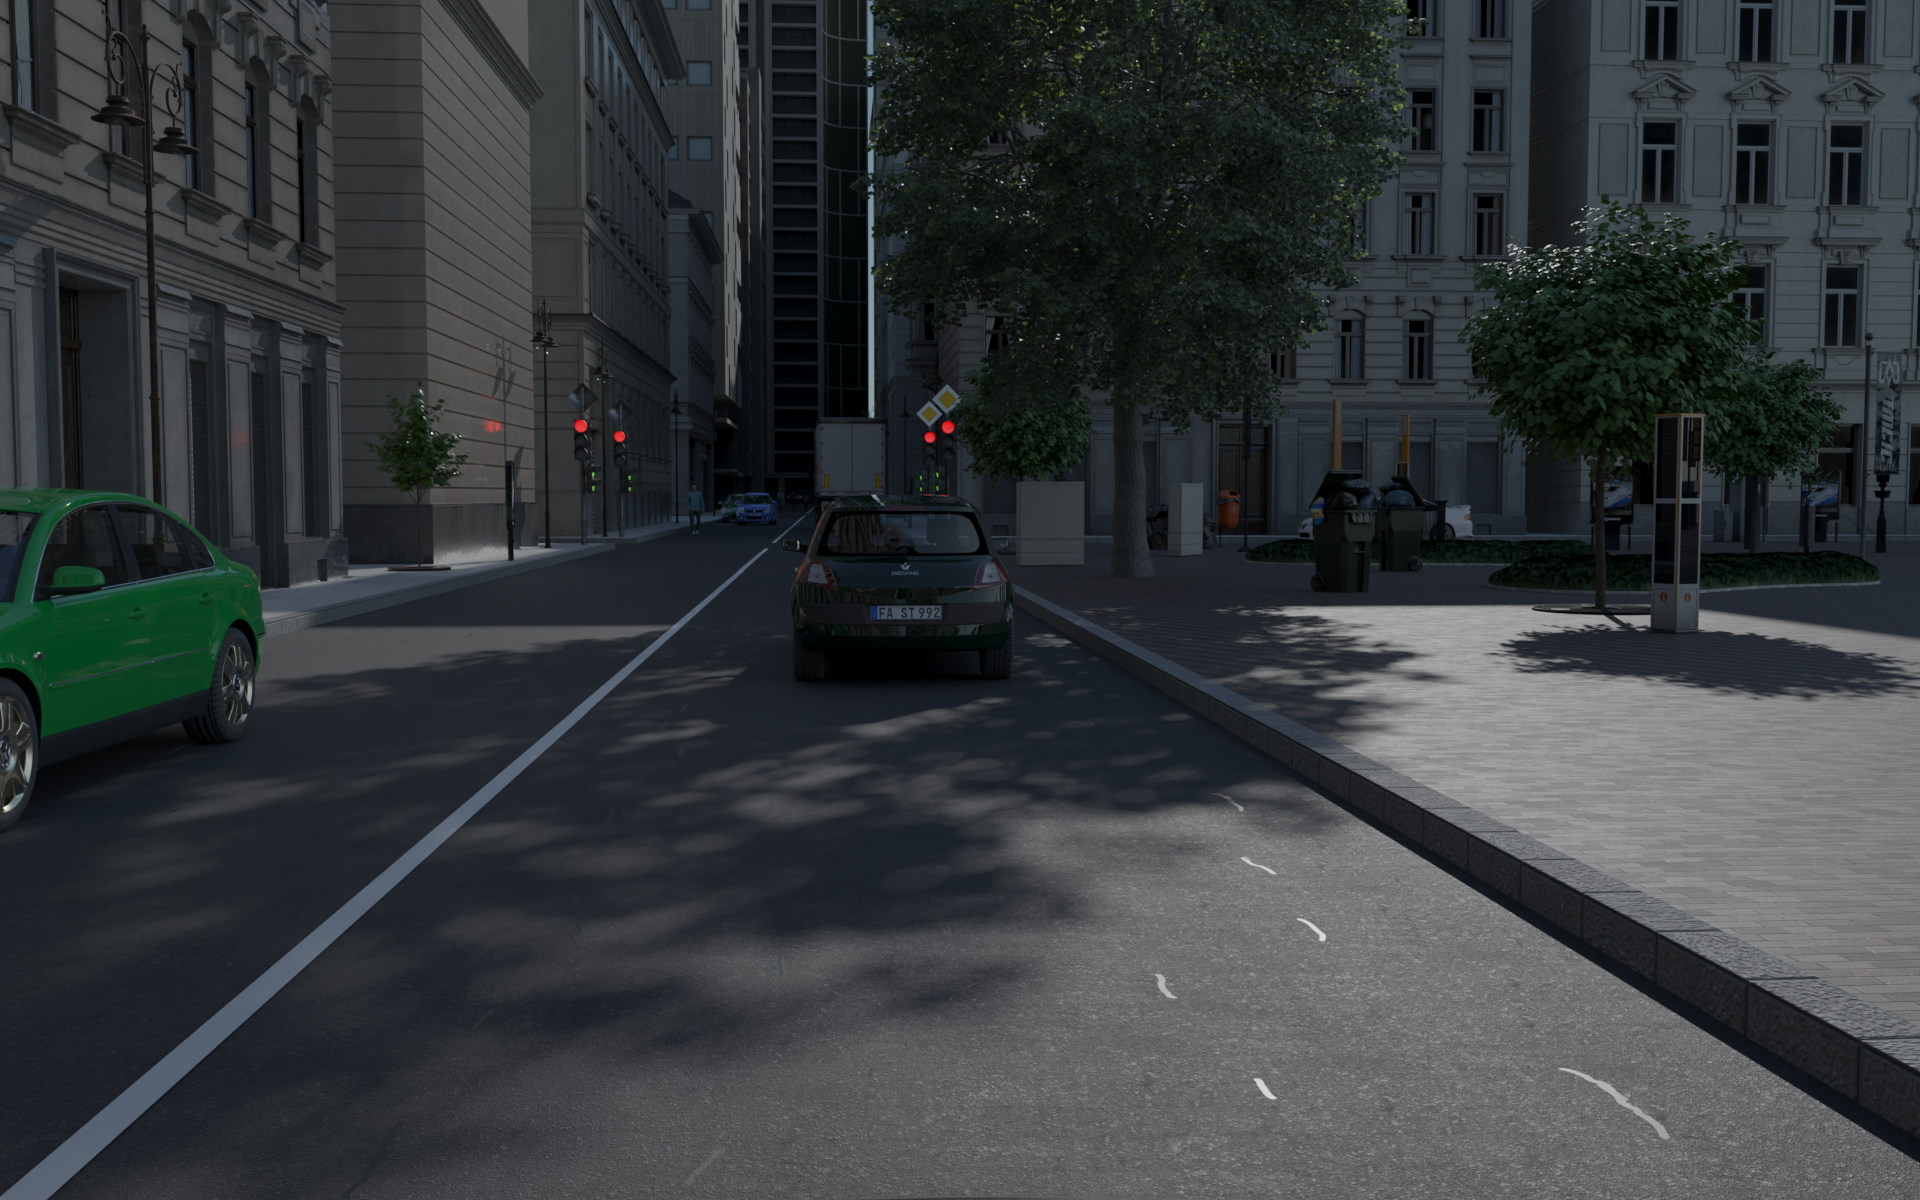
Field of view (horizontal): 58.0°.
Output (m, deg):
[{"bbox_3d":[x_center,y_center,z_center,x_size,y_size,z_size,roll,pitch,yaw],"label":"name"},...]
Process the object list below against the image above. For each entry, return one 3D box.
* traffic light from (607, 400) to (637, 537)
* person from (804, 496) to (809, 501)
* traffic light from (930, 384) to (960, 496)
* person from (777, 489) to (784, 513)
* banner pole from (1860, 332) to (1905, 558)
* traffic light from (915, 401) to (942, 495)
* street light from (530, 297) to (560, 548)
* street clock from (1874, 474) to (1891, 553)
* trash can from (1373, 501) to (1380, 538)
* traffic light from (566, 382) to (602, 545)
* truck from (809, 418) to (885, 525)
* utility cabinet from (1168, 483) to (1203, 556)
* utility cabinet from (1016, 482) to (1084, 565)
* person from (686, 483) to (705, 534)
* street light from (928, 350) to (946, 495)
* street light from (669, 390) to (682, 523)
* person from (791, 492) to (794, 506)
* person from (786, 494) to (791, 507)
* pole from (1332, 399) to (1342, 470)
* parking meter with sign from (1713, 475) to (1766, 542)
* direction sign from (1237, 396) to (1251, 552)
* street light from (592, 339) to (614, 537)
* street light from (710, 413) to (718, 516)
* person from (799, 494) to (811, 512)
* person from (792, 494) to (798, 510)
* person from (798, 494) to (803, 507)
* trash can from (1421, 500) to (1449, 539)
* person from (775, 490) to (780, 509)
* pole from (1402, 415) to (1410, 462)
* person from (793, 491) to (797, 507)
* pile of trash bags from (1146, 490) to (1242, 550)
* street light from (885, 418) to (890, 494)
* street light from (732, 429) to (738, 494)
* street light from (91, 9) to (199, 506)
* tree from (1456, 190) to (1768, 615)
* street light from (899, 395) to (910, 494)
[{"bbox_3d":[-10.078,-3.832,51.581,0.839,4.253,0.868,0,4,-4],"label":"traffic light"},{"bbox_3d":[-17.563,-11.365,197.501,0.628,1.438,0.799,-2,4,-24],"label":"person"},{"bbox_3d":[-0.344,-3.388,44.319,0.839,4.253,0.868,0,4,-4],"label":"traffic light"},{"bbox_3d":[-13.729,-7.583,132.559,0.705,1.814,1.350,-2,4,-24],"label":"person"},{"bbox_3d":[14.308,-2.261,26.987,0.863,3.779,0.401,-1,4,-13],"label":"banner pole"},{"bbox_3d":[-0.943,-3.875,52.282,0.839,4.253,0.868,0,4,-4],"label":"traffic light"},{"bbox_3d":[-9.776,-4.166,40.907,0.468,5.910,1.993,0,4,-4],"label":"street light"},{"bbox_3d":[20.133,-2.033,37.815,0.358,2.002,0.471,1,4,22],"label":"street clock"},{"bbox_3d":[8.510,-1.515,36.416,0.748,1.137,0.748,0,3,0],"label":"trash can"},{"bbox_3d":[-9.478,-3.345,43.618,0.839,4.253,0.868,0,4,-4],"label":"traffic light"},{"bbox_3d":[-4.541,-4.906,69.130,2.839,4.237,11.283,0,4,-6],"label":"truck"},{"bbox_3d":[4.656,-1.660,35.817,0.318,1.500,1.173,2,4,30],"label":"utility cabinet"},{"bbox_3d":[1.606,-1.359,30.895,1.173,1.500,0.318,-1,4,-12],"label":"utility cabinet"},{"bbox_3d":[-9.518,-3.282,62.175,0.660,1.820,0.620,-2,4,-25],"label":"person"},{"bbox_3d":[-0.744,-5.074,55.753,0.468,5.910,1.993,0,4,-4],"label":"street light"},{"bbox_3d":[-12.410,-6.304,75.859,0.468,5.910,1.993,0,4,-4],"label":"street light"},{"bbox_3d":[-19.669,-11.840,203.006,0.541,1.710,0.530,-3,4,-38],"label":"person"},{"bbox_3d":[-19.363,-11.257,195.735,0.799,1.438,0.628,1,4,17],"label":"person"},{"bbox_3d":[8.119,-2.661,37.350,0.158,3.312,0.155,0,3,0],"label":"pole"},{"bbox_3d":[21.009,-3.070,46.451,1.738,3.016,0.543,-2,4,-25],"label":"parking meter with sign"},{"bbox_3d":[6.348,-2.838,38.400,0.379,3.537,0.876,0,4,-1],"label":"direction sign"},{"bbox_3d":[-10.651,-4.832,51.787,0.468,5.910,1.993,0,4,-4],"label":"street light"},{"bbox_3d":[-14.147,-7.754,99.572,0.468,5.910,1.993,0,4,-4],"label":"street light"},{"bbox_3d":[-12.433,-7.818,139.580,1.065,1.426,0.557,1,4,21],"label":"person"},{"bbox_3d":[-15.202,-9.064,159.928,0.421,1.427,0.697,3,4,37],"label":"person"},{"bbox_3d":[-17.198,-10.683,186.348,0.628,1.438,0.799,0,4,-3],"label":"person"},{"bbox_3d":[10.853,-1.723,39.826,0.748,1.137,0.748,0,3,0],"label":"trash can"},{"bbox_3d":[-17.622,-9.741,167.628,0.599,1.838,0.709,2,4,32],"label":"person"},{"bbox_3d":[11.455,-3.102,44.567,0.158,3.312,0.155,0,3,0],"label":"pole"},{"bbox_3d":[-18.288,-11.237,192.191,0.705,1.831,1.348,-1,4,-22],"label":"person"},{"bbox_3d":[5.367,-1.912,41.015,3.447,1.369,1.912,-3,4,-38],"label":"pile of trash bags"},{"bbox_3d":[-4.356,-7.974,103.166,0.468,5.910,1.993,0,4,-4],"label":"street light"},{"bbox_3d":[-16.030,-9.204,123.273,0.468,5.910,1.993,0,4,-4],"label":"street light"},{"bbox_3d":[-8.014,-2.716,17.197,0.468,5.910,1.993,0,4,-4],"label":"street light"},{"bbox_3d":[7.112,-2.155,18.942,4.285,4.588,4.351,0,3,0],"label":"tree"},{"bbox_3d":[-2.517,-6.524,79.462,0.468,5.910,1.993,0,4,-4],"label":"street light"}]
